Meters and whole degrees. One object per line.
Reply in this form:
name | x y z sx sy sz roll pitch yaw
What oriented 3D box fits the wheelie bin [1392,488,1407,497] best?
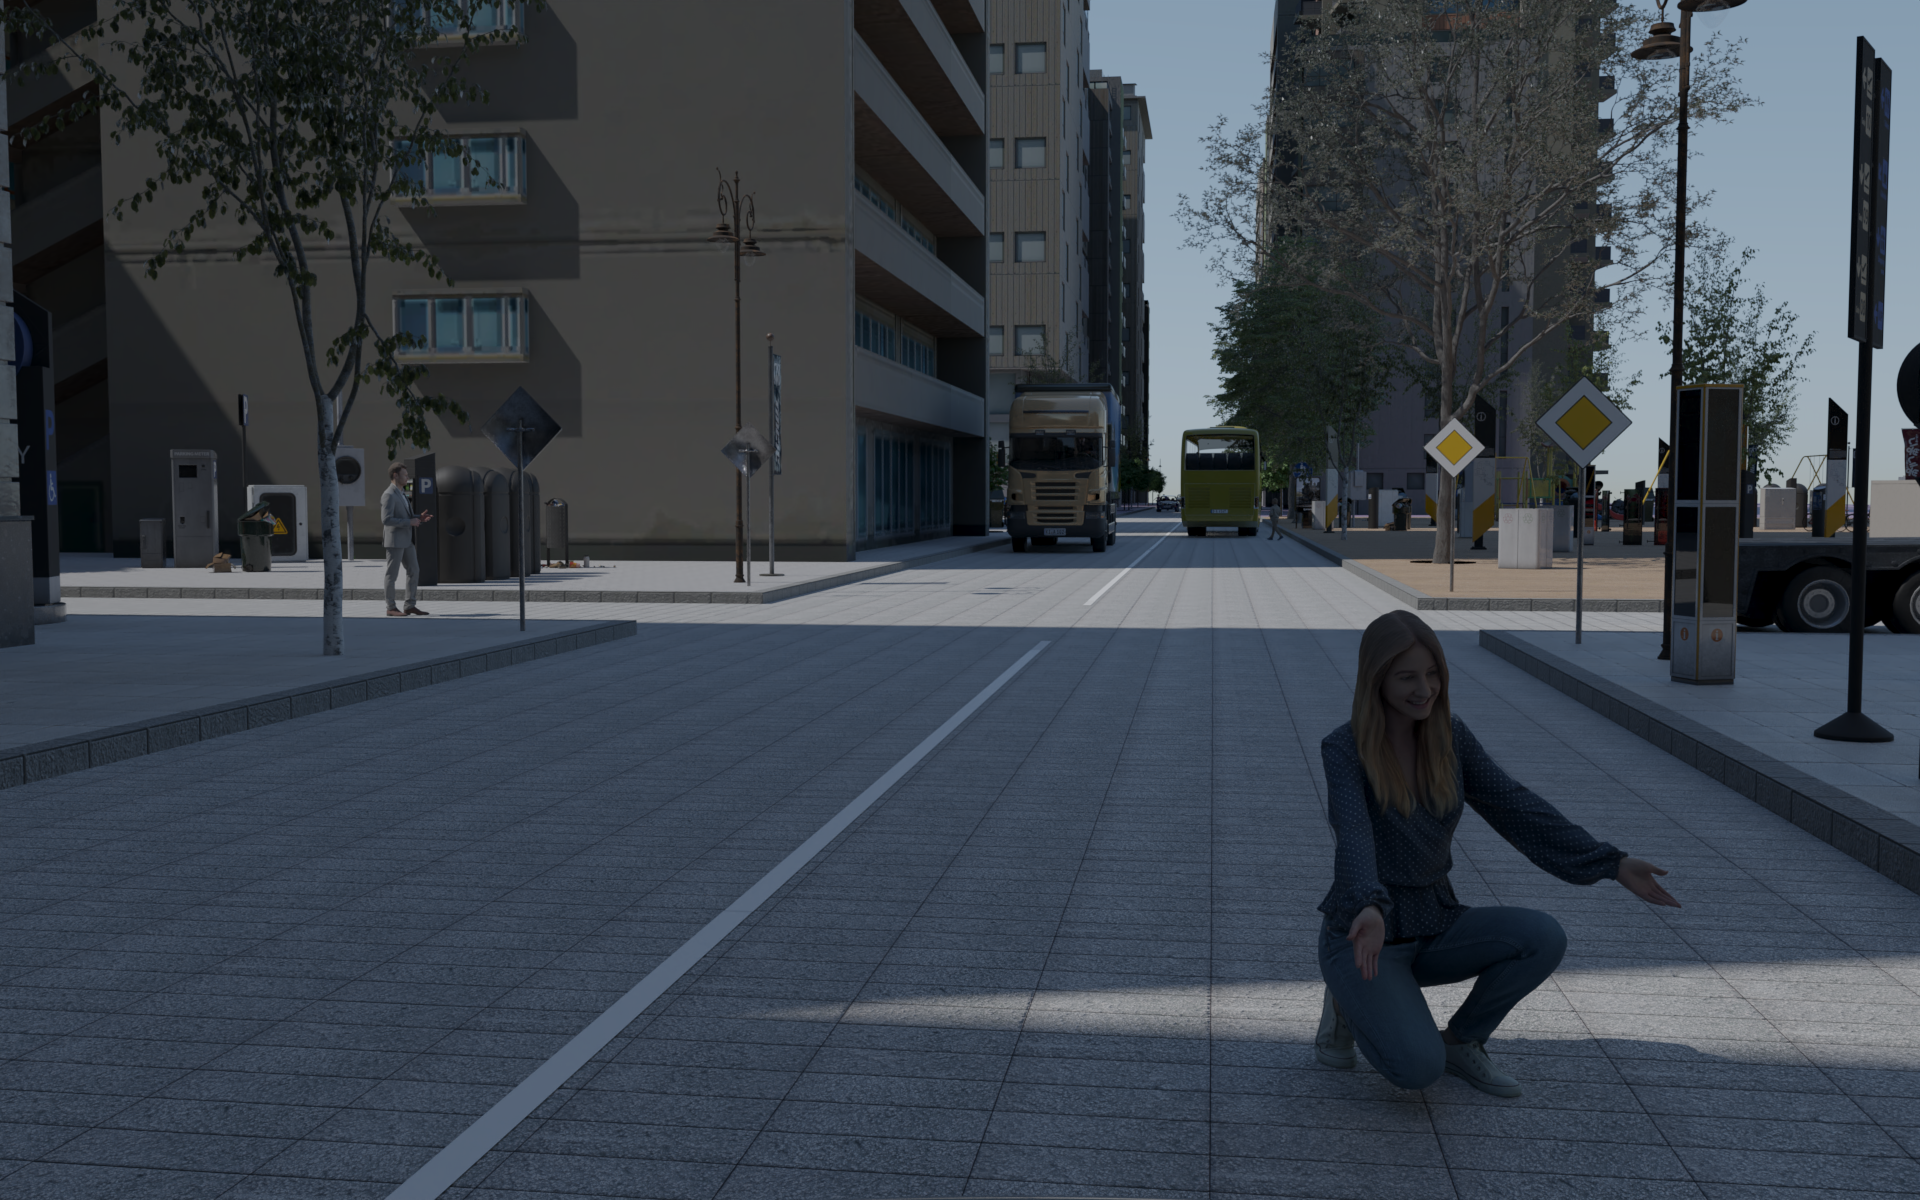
wheelie bin | 21.563 -4.730 85.248 0.693 1.594 0.980 -3 5 -45

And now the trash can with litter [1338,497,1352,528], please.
trash can with litter | 14.643 -3.347 66.105 0.624 1.170 1.055 1 4 13

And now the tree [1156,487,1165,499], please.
tree | 28.477 -15.514 248.261 1.663 3.219 1.824 0 3 0

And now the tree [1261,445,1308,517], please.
tree | 18.136 -6.998 98.129 4.285 4.588 4.351 0 3 0

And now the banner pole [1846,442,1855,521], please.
banner pole | 42.771 -5.682 82.923 0.863 3.779 0.401 1 4 23

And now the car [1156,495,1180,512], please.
car | 16.693 -7.728 138.935 1.945 1.354 3.894 1 4 9

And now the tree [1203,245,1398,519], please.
tree | 17.405 -11.179 89.435 9.857 13.997 8.962 0 3 0

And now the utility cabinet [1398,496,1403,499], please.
utility cabinet | 20.278 -4.251 80.671 0.306 1.237 1.020 3 5 39

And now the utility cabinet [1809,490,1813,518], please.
utility cabinet | 45.453 -5.073 91.627 1.173 1.500 0.318 -2 4 -31

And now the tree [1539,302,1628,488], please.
tree | 24.324 -7.155 67.351 4.737 8.622 4.395 0 3 0

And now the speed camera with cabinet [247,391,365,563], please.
speed camera with cabinet | -12.361 -2.348 32.727 2.038 3.252 0.660 -2 4 -32

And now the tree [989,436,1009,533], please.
tree | 1.047 -3.864 57.781 1.663 3.219 1.824 0 3 0

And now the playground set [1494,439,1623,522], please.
playground set | 28.167 -5.800 81.602 5.637 4.214 5.302 1 4 12

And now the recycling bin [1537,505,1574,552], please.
recycling bin | 13.218 -1.586 38.484 0.722 1.027 0.722 2 4 24

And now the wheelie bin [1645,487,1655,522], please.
wheelie bin | 31.701 -4.422 80.206 0.980 1.594 0.693 0 4 -1

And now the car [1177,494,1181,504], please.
car | 27.681 -12.553 215.469 2.015 1.641 3.980 0 4 8

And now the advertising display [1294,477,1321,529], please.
advertising display | 12.940 -3.627 64.513 0.974 1.923 0.123 -1 4 -10

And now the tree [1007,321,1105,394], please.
tree | 4.235 -7.594 74.519 4.360 8.622 3.978 0 3 0

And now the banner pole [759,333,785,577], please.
banner pole | -2.911 -2.277 27.251 0.401 3.779 0.863 1 4 9

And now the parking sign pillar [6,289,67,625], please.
parking sign pillar | -9.692 -1.751 17.097 1.447 3.967 1.447 -1 4 -14

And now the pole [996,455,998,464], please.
pole | 1.808 -5.469 83.263 0.158 3.312 0.155 0 3 0

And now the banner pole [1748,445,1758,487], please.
banner pole | 35.384 -5.363 77.698 0.401 3.779 0.863 -2 4 -33

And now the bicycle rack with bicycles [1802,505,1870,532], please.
bicycle rack with bicycles | 30.363 -2.752 58.378 2.852 0.926 2.925 -1 4 -13

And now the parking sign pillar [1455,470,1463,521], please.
parking sign pillar | 24.308 -5.875 84.531 1.447 3.967 1.447 0 4 -4

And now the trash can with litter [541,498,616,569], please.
trash can with litter | -7.251 -1.187 30.464 2.233 1.210 1.678 3 4 38

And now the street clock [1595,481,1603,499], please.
street clock | 34.340 -5.421 93.209 0.471 2.002 0.358 0 4 1

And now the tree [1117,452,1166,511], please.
tree | 12.674 -9.188 133.936 4.285 4.588 4.351 0 3 0

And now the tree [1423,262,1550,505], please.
tree | 15.466 -6.368 54.472 4.360 8.622 3.978 0 3 0

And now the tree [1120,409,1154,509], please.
tree | 14.870 -12.221 150.172 4.360 8.622 3.978 0 3 0

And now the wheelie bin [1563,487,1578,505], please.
wheelie bin | 27.231 -4.225 76.981 0.693 1.594 0.980 -3 4 -38

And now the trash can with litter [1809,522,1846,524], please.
trash can with litter | 36.700 -3.783 72.910 2.233 1.210 1.678 -1 4 -11

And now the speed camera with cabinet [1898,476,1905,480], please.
speed camera with cabinet | 47.745 -5.666 86.973 2.038 3.252 0.660 -3 5 -43

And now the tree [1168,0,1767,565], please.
tree | 9.074 -7.413 31.574 12.009 13.543 11.850 0 3 0

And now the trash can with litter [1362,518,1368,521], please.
trash can with litter | 20.082 -4.405 83.072 2.233 1.210 1.678 -2 4 -25

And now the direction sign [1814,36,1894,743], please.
direction sign | 4.701 -1.040 9.006 0.379 3.537 0.876 3 4 36

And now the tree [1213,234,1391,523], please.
tree | 14.961 -9.676 76.335 7.486 12.596 7.792 0 3 0

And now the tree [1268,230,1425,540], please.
tree | 10.751 -5.988 48.265 4.360 8.622 3.978 0 3 0

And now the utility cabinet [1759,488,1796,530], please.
utility cabinet | 28.919 -3.214 61.230 1.173 1.500 0.318 0 4 -8

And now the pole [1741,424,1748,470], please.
pole | 22.930 -3.476 50.671 0.158 3.312 0.155 0 3 0

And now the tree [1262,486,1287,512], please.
tree | 22.747 -7.940 124.413 1.663 3.219 1.824 0 3 0

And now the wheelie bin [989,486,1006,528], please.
wheelie bin | 1.262 -3.562 66.143 0.980 1.594 0.693 -1 4 -21

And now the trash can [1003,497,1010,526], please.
trash can | 2.048 -3.486 68.648 0.748 1.137 0.748 0 3 0

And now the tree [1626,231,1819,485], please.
tree | 21.338 -5.992 48.329 4.737 8.622 4.395 0 3 0

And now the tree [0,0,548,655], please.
tree | -5.071 -3.852 13.344 4.360 8.622 3.978 0 3 0

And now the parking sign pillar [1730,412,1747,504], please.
parking sign pillar | 23.513 -3.976 53.473 1.447 3.967 1.447 1 4 11

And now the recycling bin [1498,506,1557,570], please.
recycling bin | 9.751 -1.058 29.846 0.722 1.027 0.722 3 4 38

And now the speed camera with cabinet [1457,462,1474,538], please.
speed camera with cabinet | 14.772 -3.409 50.077 0.660 3.252 2.038 1 4 11

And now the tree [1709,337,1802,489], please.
tree | 37.378 -8.052 82.017 4.360 8.622 3.978 0 3 0

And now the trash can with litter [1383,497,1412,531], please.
trash can with litter | 15.169 -2.997 60.383 0.624 1.170 1.055 -2 4 -26

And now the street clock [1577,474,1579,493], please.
street clock | 22.133 -3.491 61.652 0.358 2.002 0.471 0 4 4

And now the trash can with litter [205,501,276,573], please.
trash can with litter | -11.796 -1.040 28.394 1.055 1.170 0.624 -2 4 -29

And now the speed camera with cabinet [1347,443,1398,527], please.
speed camera with cabinet | 16.063 -4.483 67.635 2.038 3.252 0.660 -1 4 -14

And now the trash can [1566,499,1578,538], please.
trash can | 18.152 -2.394 50.800 0.748 1.137 0.748 0 3 0

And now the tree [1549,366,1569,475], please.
tree | 31.359 -8.729 93.073 4.360 8.622 3.978 0 3 0

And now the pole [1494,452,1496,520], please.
pole | 26.169 -5.571 84.931 0.158 3.312 0.155 0 3 0

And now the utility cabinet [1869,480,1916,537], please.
utility cabinet | 15.085 -1.148 27.445 0.318 1.500 1.173 -2 4 -35

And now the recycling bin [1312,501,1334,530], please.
recycling bin | 13.077 -3.051 62.430 0.722 1.027 0.722 0 4 7

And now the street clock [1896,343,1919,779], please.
street clock | 4.401 -0.188 7.642 0.471 2.002 0.358 0 4 6
